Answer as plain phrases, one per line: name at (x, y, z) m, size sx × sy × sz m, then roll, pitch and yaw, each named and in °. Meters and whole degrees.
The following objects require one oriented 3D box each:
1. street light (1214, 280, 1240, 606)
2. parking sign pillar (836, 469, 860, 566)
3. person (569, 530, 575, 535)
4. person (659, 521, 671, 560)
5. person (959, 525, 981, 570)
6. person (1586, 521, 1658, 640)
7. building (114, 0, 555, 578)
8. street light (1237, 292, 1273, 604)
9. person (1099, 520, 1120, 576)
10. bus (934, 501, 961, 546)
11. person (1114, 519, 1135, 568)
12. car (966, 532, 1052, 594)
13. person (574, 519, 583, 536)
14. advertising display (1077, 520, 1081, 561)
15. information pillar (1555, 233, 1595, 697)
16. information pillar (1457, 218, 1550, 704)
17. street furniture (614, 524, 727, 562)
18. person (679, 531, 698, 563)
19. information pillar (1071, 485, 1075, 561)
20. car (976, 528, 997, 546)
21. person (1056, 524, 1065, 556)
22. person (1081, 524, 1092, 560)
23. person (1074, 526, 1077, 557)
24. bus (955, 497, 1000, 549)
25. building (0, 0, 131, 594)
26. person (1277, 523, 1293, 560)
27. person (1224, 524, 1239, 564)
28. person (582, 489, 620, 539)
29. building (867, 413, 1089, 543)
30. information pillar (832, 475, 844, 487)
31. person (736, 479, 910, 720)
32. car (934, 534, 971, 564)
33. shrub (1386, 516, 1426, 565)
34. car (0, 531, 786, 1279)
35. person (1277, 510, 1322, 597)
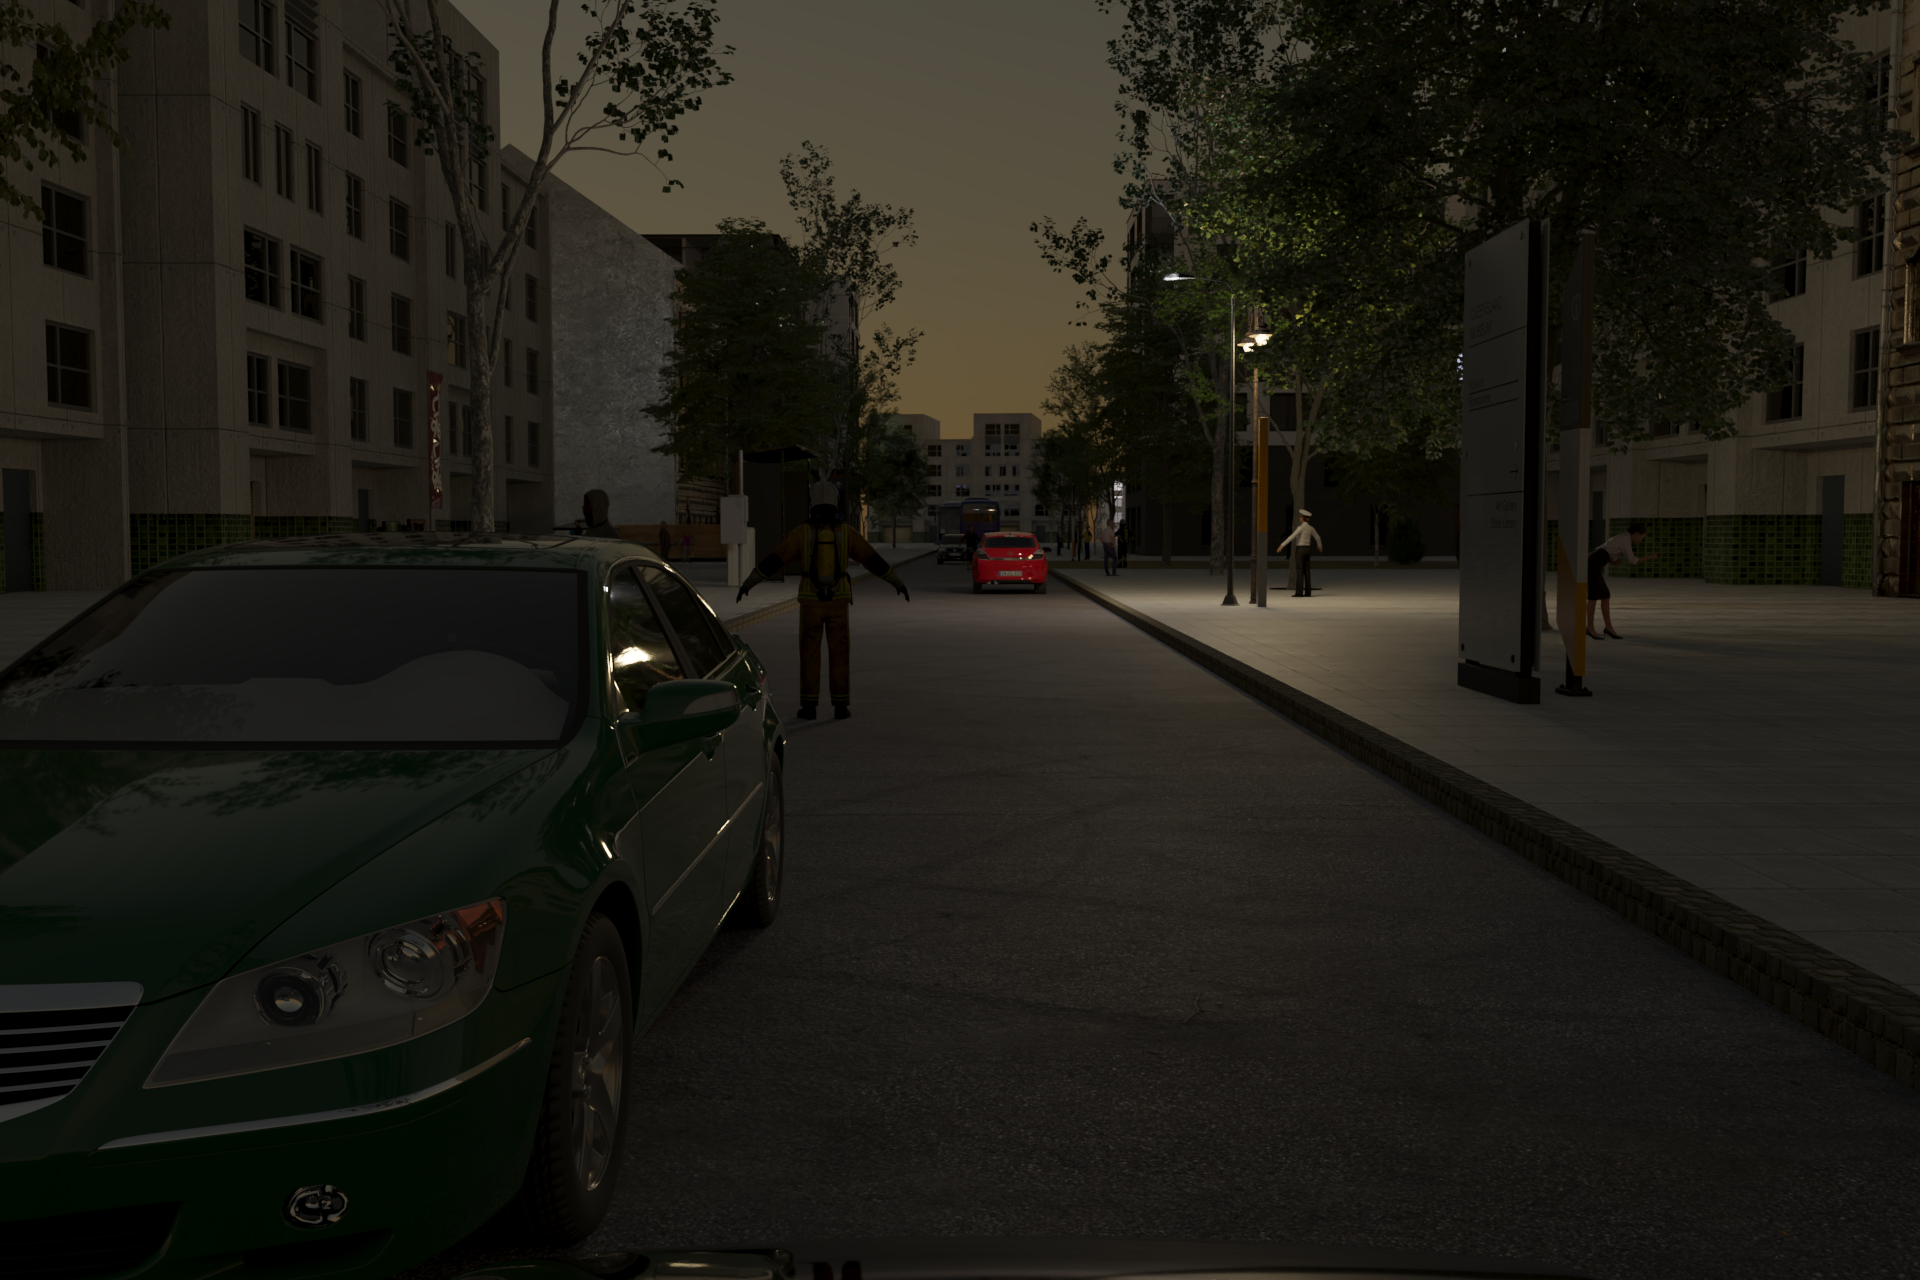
street light at (5.392, -3.569, 30.899) m, size 1.470 × 5.913 × 1.316 m, roll 0°, pitch 4°, yaw 1°
parking sign pillar at (-4.844, -5.044, 70.947) m, size 1.447 × 3.967 × 1.447 m, roll 0°, pitch 4°, yaw 1°
person at (-20.506, -5.218, 91.445) m, size 0.704 × 1.817 × 1.347 m, roll 1°, pitch 4°, yaw 11°
person at (-10.686, -3.442, 62.876) m, size 0.434 × 1.755 × 0.990 m, roll 1°, pitch 4°, yaw 10°
person at (0.460, -3.707, 69.200) m, size 1.346 × 1.812 × 0.704 m, roll -2°, pitch 4°, yaw -35°
person at (7.982, -0.725, 21.083) m, size 0.799 × 1.438 × 0.628 m, roll -2°, pitch 4°, yaw -31°
building at (-25.311, -11.563, 55.511) m, size 16.747 × 18.905 × 31.486 m, roll 0°, pitch 4°, yaw 1°
street light at (5.400, -3.603, 31.691) m, size 0.468 × 5.910 × 1.993 m, roll 0°, pitch 4°, yaw 1°
person at (4.594, -2.811, 52.941) m, size 0.436 × 1.711 × 0.756 m, roll -1°, pitch 4°, yaw -23°
bus at (-0.362, -8.677, 133.419) m, size 2.896 × 3.916 × 12.251 m, roll 0°, pitch 4°, yaw 1°
person at (6.152, -3.671, 65.800) m, size 1.354 × 1.856 × 0.705 m, roll -2°, pitch 4°, yaw -31°
car at (1.209, -2.061, 42.739) m, size 2.155 × 1.783 × 4.494 m, roll 0°, pitch 4°, yaw 1°
person at (-13.412, -3.330, 60.669) m, size 0.705 × 1.803 × 1.348 m, roll -2°, pitch 4°, yaw -33°
advertising display at (5.621, -4.684, 81.790) m, size 0.123 × 1.923 × 0.974 m, roll 0°, pitch 4°, yaw 0°
information pillar at (4.897, -1.372, 13.790) m, size 0.183 × 3.616 × 0.504 m, roll 0°, pitch 4°, yaw 1°
information pillar at (4.296, -1.373, 13.760) m, size 0.184 × 3.620 × 1.656 m, roll 0°, pitch 4°, yaw 0°
street furniture at (-12.352, -4.657, 82.988) m, size 9.812 × 1.723 × 11.010 m, roll -1°, pitch 4°, yaw -16°
person at (-11.915, -4.068, 75.782) m, size 0.991 × 1.433 × 0.599 m, roll -3°, pitch 5°, yaw -44°
information pillar at (5.399, -5.584, 82.654) m, size 0.183 × 3.616 × 0.504 m, roll 0°, pitch 4°, yaw -1°
car at (1.577, -4.036, 75.575) m, size 1.945 × 1.707 × 3.694 m, roll 0°, pitch 4°, yaw 0°
person at (5.817, -5.818, 100.979) m, size 0.705 × 1.847 × 1.347 m, roll -1°, pitch 4°, yaw -17°
person at (6.198, -4.829, 85.410) m, size 0.721 × 1.772 × 1.216 m, roll -2°, pitch 4°, yaw -24°
person at (6.511, -5.548, 97.425) m, size 0.721 × 1.740 × 1.216 m, roll 1°, pitch 4°, yaw 8°
bus at (1.188, -7.603, 115.863) m, size 2.896 × 3.916 × 12.251 m, roll 0°, pitch 4°, yaw -1°
building at (-27.105, -9.568, 22.900) m, size 16.747 × 18.905 × 31.486 m, roll 0°, pitch 3°, yaw 0°
person at (16.667, -4.985, 87.443) m, size 1.347 × 1.837 × 0.705 m, roll -1°, pitch 4°, yaw -17°
person at (11.337, -4.067, 73.298) m, size 1.217 × 1.733 × 0.721 m, roll -2°, pitch 4°, yaw -27°
person at (-3.129, -0.383, 14.845) m, size 0.705 × 1.813 × 1.348 m, roll -2°, pitch 4°, yaw -35°
building at (3.080, -23.918, 259.971) m, size 31.486 × 18.905 × 16.747 m, roll 0°, pitch 4°, yaw 8°
information pillar at (-5.323, -5.330, 76.528) m, size 0.750 × 3.857 × 0.750 m, roll 0°, pitch 4°, yaw 1°
person at (-1.055, -0.320, 13.452) m, size 1.354 × 1.858 × 0.705 m, roll -1°, pitch 4°, yaw -8°
car at (-0.214, -4.479, 83.020) m, size 2.009 × 1.686 × 4.222 m, roll 0°, pitch 4°, yaw 1°
shrub at (18.511, -4.145, 71.807) m, size 1.661 × 2.075 × 1.752 m, roll 0°, pitch 3°, yaw 0°
car at (-1.608, 0.414, 5.028) m, size 2.131 × 1.459 × 4.920 m, roll 0°, pitch 4°, yaw 1°
person at (6.931, -1.759, 35.219) m, size 1.216 × 1.778 × 0.721 m, roll -2°, pitch 4°, yaw -34°
